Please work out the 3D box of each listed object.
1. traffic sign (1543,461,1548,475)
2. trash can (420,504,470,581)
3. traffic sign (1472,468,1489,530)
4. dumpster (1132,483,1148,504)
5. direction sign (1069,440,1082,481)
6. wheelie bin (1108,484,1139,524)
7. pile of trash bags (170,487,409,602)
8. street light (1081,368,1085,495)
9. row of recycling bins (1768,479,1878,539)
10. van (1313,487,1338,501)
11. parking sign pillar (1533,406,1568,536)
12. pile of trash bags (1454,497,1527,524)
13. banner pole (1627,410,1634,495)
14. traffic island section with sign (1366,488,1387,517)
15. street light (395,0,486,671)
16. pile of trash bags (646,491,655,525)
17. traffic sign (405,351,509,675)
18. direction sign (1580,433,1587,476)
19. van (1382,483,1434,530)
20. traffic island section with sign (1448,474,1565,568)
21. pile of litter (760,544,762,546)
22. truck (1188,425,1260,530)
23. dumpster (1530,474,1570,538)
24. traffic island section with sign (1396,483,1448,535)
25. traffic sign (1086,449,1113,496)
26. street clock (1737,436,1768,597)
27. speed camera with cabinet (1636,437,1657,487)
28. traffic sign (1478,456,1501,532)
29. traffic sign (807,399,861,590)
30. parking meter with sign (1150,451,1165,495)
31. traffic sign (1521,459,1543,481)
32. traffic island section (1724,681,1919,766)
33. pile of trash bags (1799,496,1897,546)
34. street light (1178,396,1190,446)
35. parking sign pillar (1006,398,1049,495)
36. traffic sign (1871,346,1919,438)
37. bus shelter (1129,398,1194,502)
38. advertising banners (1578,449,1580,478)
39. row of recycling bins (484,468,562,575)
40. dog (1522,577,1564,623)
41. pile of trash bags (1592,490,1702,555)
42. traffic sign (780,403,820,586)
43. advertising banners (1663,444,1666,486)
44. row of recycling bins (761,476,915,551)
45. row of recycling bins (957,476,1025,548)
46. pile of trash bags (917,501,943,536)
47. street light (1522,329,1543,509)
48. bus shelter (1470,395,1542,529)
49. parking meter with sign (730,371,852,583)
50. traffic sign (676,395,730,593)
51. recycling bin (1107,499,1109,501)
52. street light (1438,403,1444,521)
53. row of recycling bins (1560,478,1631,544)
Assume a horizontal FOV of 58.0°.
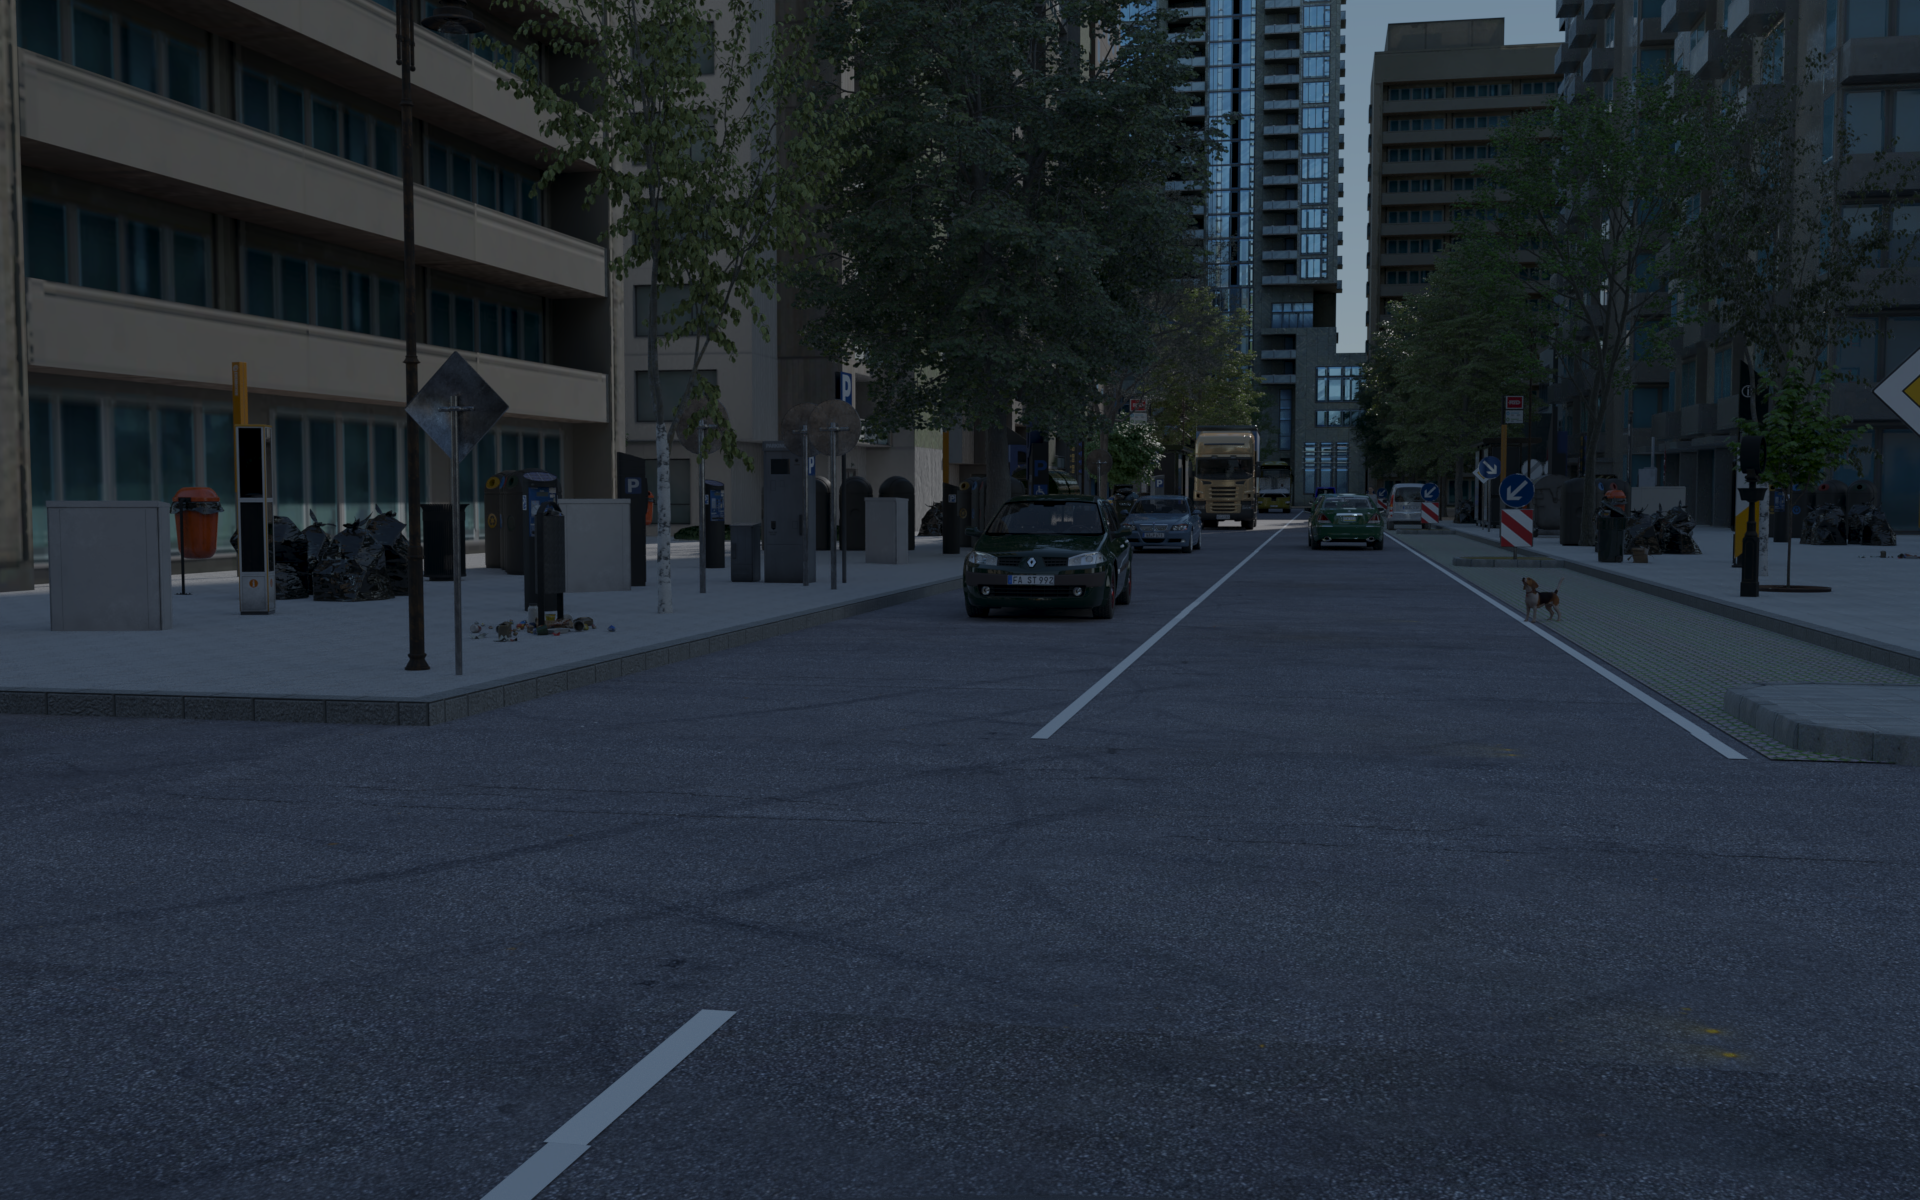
[{"bbox_3d":[21.101,-3.757,61.531,0.768,2.556,0.104,1,4,12],"label":"traffic sign"},{"bbox_3d":[-7.633,-0.855,25.638,0.748,1.137,0.748,0,3,0],"label":"trash can"},{"bbox_3d":[18.592,-3.690,61.509,0.795,2.450,0.064,1,4,19],"label":"traffic sign"},{"bbox_3d":[8.734,-4.718,82.902,1.264,1.857,1.865,1,4,12],"label":"dumpster"},{"bbox_3d":[4.864,-4.907,72.226,0.379,3.537,0.876,-3,4,-39],"label":"direction sign"},{"bbox_3d":[5.343,-2.966,56.406,0.980,1.594,0.693,0,4,-6],"label":"wheelie bin"},{"bbox_3d":[-8.491,-0.738,21.814,3.447,1.369,1.912,1,4,18],"label":"pile of trash bags"},{"bbox_3d":[3.339,-4.539,46.993,0.468,5.910,1.993,1,4,12],"label":"street light"},{"bbox_3d":[24.792,-2.631,50.134,1.069,1.692,3.534,-2,4,-32],"label":"row of recycling bins"},{"bbox_3d":[32.681,-9.204,154.866,2.240,2.365,5.245,1,4,12],"label":"van"},{"bbox_3d":[18.576,-4.003,53.927,1.447,3.967,1.447,1,4,13],"label":"parking sign pillar"},{"bbox_3d":[23.155,-3.996,75.082,3.447,1.369,1.912,1,4,21],"label":"pile of trash bags"},{"bbox_3d":[19.917,-3.765,51.567,0.401,3.779,0.863,2,4,28],"label":"banner pole"},{"bbox_3d":[26.842,-6.243,110.706,1.989,1.847,2.006,1,4,12],"label":"traffic island section with sign"},{"bbox_3d":[-3.965,-2.428,12.478,0.468,5.910,1.993,1,4,12],"label":"street light"},{"bbox_3d":[-9.678,-2.179,45.372,3.447,1.369,1.912,-2,4,-27],"label":"pile of trash bags"},{"bbox_3d":[-3.549,-0.524,12.215,0.795,2.450,0.064,1,4,12],"label":"traffic sign"},{"bbox_3d":[23.157,-4.427,64.386,0.379,3.537,0.876,0,4,5],"label":"direction sign"},{"bbox_3d":[17.931,-3.806,69.242,2.013,2.044,4.112,1,4,13],"label":"van"},{"bbox_3d":[10.870,-1.579,34.444,1.989,1.847,2.006,1,4,12],"label":"traffic island section with sign"},{"bbox_3d":[-4.203,-1.782,43.099,1.719,0.858,1.176,-1,4,-22],"label":"pile of litter"},{"bbox_3d":[11.306,-5.147,73.068,2.839,4.237,11.283,1,4,11],"label":"truck"},{"bbox_3d":[17.561,-2.795,51.462,1.264,1.857,1.865,1,4,12],"label":"dumpster"},{"bbox_3d":[16.613,-3.254,61.823,1.989,1.847,2.006,1,4,12],"label":"traffic island section with sign"},{"bbox_3d":[3.905,-2.976,48.763,0.768,2.556,0.104,1,4,19],"label":"traffic sign"},{"bbox_3d":[9.872,-1.041,21.596,0.358,2.002,0.471,2,4,35],"label":"street clock"},{"bbox_3d":[24.069,-4.065,60.795,0.660,3.252,2.038,1,4,20],"label":"speed camera with cabinet"},{"bbox_3d":[17.824,-3.559,58.290,0.768,2.556,0.104,1,4,15],"label":"traffic sign"},{"bbox_3d":[-1.698,-1.413,23.216,0.768,2.556,0.104,1,4,15],"label":"traffic sign"},{"bbox_3d":[7.892,-4.476,69.450,0.543,3.016,1.738,0,4,-8],"label":"parking meter with sign"},{"bbox_3d":[20.959,-3.878,63.504,0.768,2.556,0.104,1,4,13],"label":"traffic sign"},{"bbox_3d":[5.814,0.732,10.319,2.009,0.180,2.903,1,4,12],"label":"traffic island section"},{"bbox_3d":[23.026,-2.063,43.490,3.447,1.369,1.912,2,4,24],"label":"pile of trash bags"},{"bbox_3d":[10.489,-6.642,81.390,0.468,5.910,1.993,1,4,12],"label":"street light"},{"bbox_3d":[1.960,-3.360,43.412,1.447,3.967,1.447,0,4,-3],"label":"parking sign pillar"},{"bbox_3d":[5.789,-0.404,10.246,0.795,2.450,0.064,1,4,12],"label":"traffic sign"},{"bbox_3d":[8.720,-5.963,75.131,2.179,5.291,8.768,1,4,12],"label":"bus shelter"},{"bbox_3d":[23.944,-4.337,67.099,0.090,3.025,2.074,1,4,21],"label":"advertising banners"},{"bbox_3d":[-7.284,-1.337,28.974,1.069,1.692,3.534,-1,4,-22],"label":"row of recycling bins"},{"bbox_3d":[6.522,-0.006,19.384,0.406,0.507,0.540,2,4,24],"label":"dog"},{"bbox_3d":[14.860,-1.734,38.110,1.912,1.369,3.447,0,4,1],"label":"pile of trash bags"},{"bbox_3d":[-2.154,-1.470,24.134,0.768,2.556,0.104,1,4,17],"label":"traffic sign"},{"bbox_3d":[24.912,-3.978,61.236,0.090,3.025,2.074,2,4,23],"label":"advertising banners"},{"bbox_3d":[-2.788,-1.988,39.620,3.534,1.692,1.069,0,4,-1],"label":"row of recycling bins"},{"bbox_3d":[0.734,-2.047,40.574,1.069,1.692,3.534,-1,4,-14],"label":"row of recycling bins"},{"bbox_3d":[0.134,-2.700,53.900,1.912,1.369,3.447,2,4,25],"label":"pile of trash bags"},{"bbox_3d":[15.863,-4.614,48.222,0.468,5.910,1.993,1,4,12],"label":"street light"},{"bbox_3d":[21.327,-5.542,68.246,2.179,5.291,8.768,1,4,12],"label":"bus shelter"},{"bbox_3d":[-2.470,-1.762,25.075,1.738,3.016,0.543,1,4,14],"label":"parking meter with sign"},{"bbox_3d":[-3.331,-1.361,22.354,0.768,2.556,0.104,1,4,16],"label":"traffic sign"},{"bbox_3d":[7.528,-4.451,85.321,0.722,1.027,0.722,-3,5,-43],"label":"recycling bin"},{"bbox_3d":[23.078,-6.742,83.017,0.468,5.910,1.993,1,4,12],"label":"street light"},{"bbox_3d":[16.496,-2.320,45.043,1.069,1.692,3.534,3,5,39],"label":"row of recycling bins"}]
